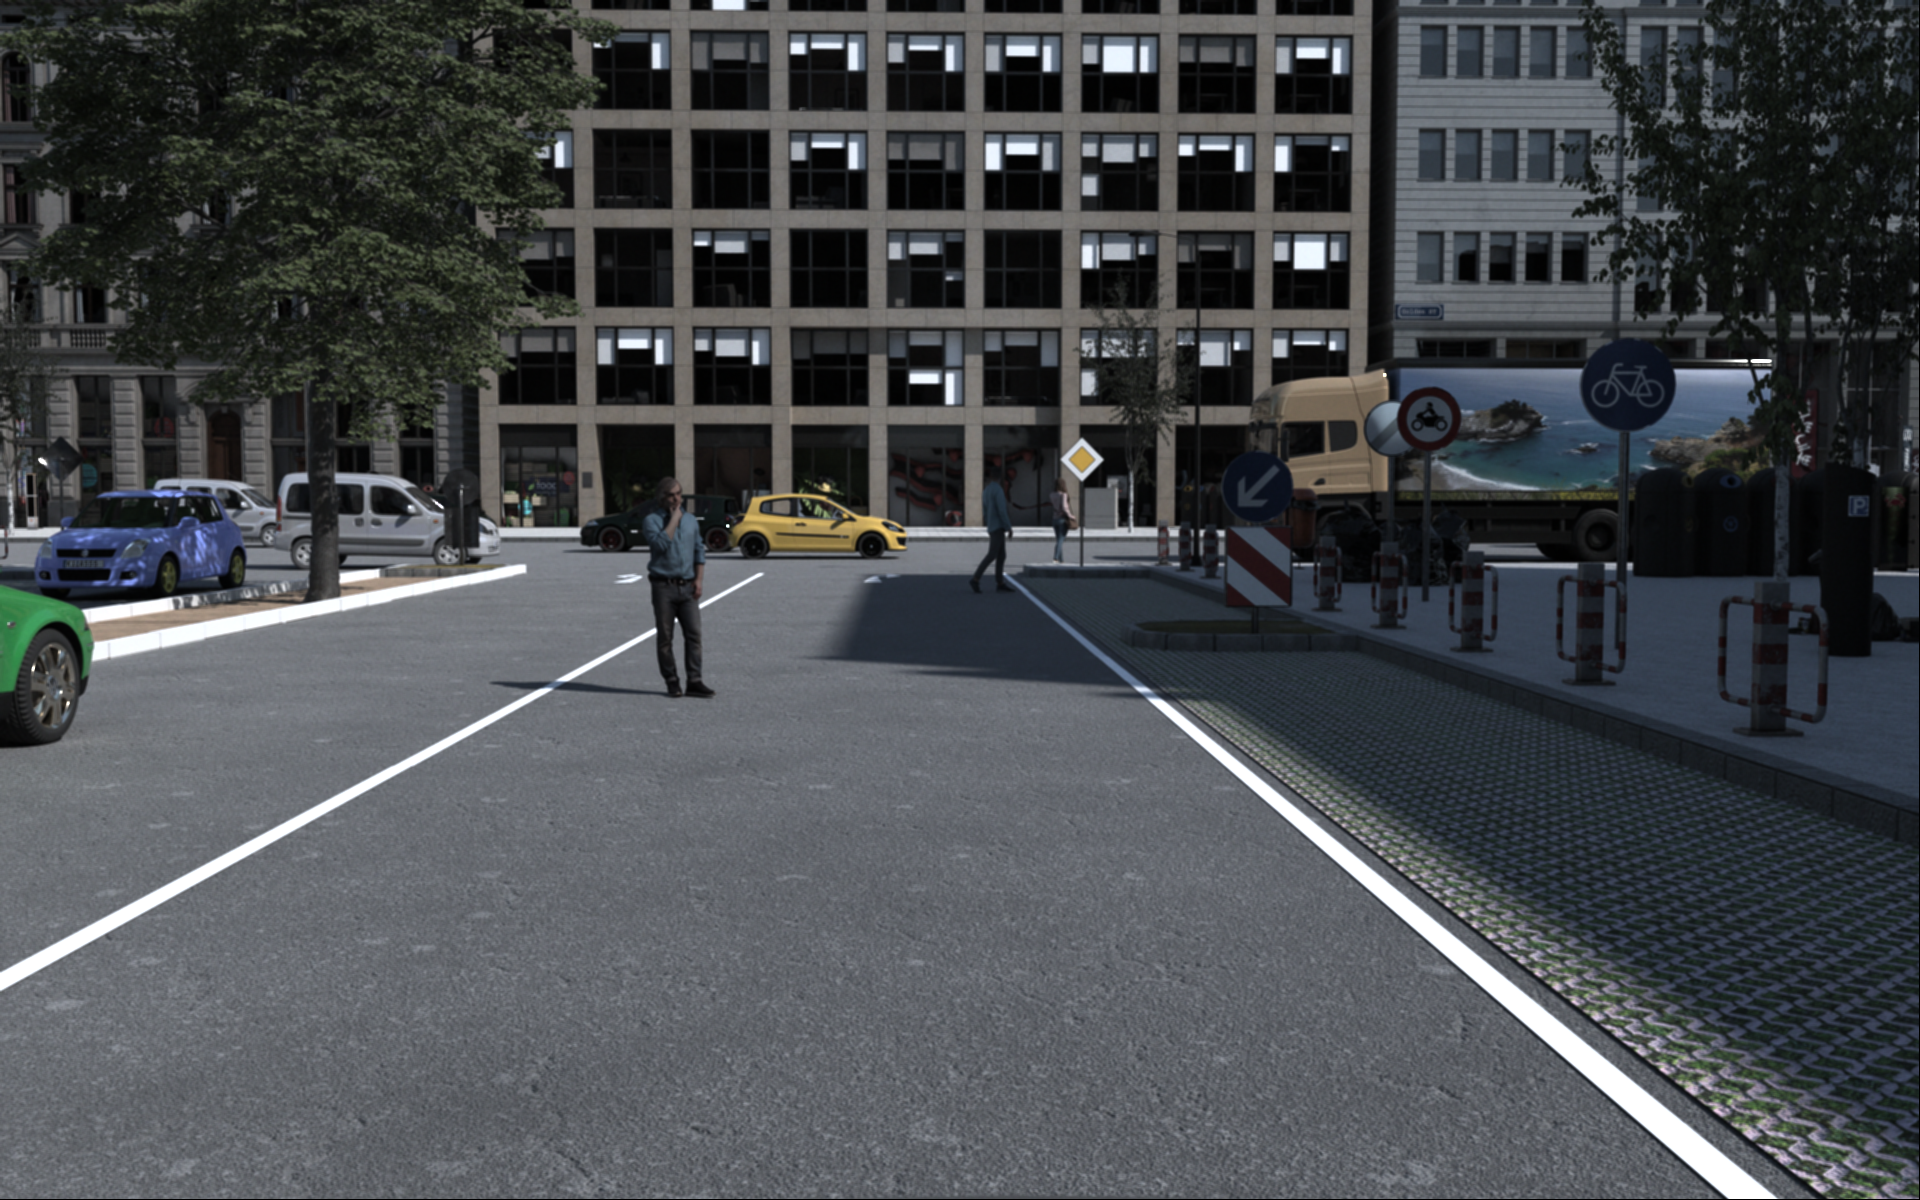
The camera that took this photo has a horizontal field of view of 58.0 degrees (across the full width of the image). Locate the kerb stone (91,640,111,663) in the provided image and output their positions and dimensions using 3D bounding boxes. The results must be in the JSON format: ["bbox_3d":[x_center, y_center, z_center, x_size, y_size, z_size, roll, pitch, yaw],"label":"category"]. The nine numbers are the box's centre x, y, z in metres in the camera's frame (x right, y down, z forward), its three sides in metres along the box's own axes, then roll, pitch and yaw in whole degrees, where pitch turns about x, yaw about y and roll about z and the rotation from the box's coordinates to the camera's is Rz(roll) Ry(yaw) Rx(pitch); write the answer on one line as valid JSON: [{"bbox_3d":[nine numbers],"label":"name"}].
[{"bbox_3d":[-7.437,0.469,14.527,0.120,0.150,1.000,0,4,-2],"label":"kerb stone"}]

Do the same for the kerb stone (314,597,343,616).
[{"bbox_3d":[-7.627,0.096,20.684,0.120,0.150,1.000,0,4,-2],"label":"kerb stone"}]

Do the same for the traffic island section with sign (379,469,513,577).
[{"bbox_3d":[-8.958,-1.372,30.561,2.006,1.907,1.989,0,4,-2],"label":"traffic island section with sign"}]

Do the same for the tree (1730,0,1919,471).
[{"bbox_3d":[12.465,-4.470,23.448,4.360,8.622,3.978,0,3,0],"label":"tree"}]

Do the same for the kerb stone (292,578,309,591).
[{"bbox_3d":[-9.863,-0.218,25.801,0.120,0.150,1.000,0,4,-2],"label":"kerb stone"}]

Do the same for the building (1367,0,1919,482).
[{"bbox_3d":[31.261,-18.014,72.023,29.804,29.767,11.434,0,4,-2],"label":"building"}]

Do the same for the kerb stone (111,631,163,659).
[{"bbox_3d":[-7.466,0.413,15.560,0.120,0.150,1.000,0,4,-2],"label":"kerb stone"}]

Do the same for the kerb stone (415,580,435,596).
[{"bbox_3d":[-7.743,-0.159,24.789,0.120,0.150,1.000,0,4,-2],"label":"kerb stone"}]

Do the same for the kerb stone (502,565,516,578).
[{"bbox_3d":[-7.891,-0.473,29.926,0.120,0.150,1.000,0,4,-2],"label":"kerb stone"}]

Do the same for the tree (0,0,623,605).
[{"bbox_3d":[-8.337,-6.229,22.431,7.486,12.596,7.792,0,3,0],"label":"tree"}]

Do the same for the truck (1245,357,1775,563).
[{"bbox_3d":[11.147,-2.931,36.828,11.283,4.237,2.839,0,4,-2],"label":"truck"}]

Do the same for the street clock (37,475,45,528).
[{"bbox_3d":[-34.474,-3.684,64.802,0.471,2.002,0.358,0,4,0],"label":"street clock"}]

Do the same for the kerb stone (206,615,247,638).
[{"bbox_3d":[-7.530,0.281,17.608,0.120,0.150,1.000,0,4,-2],"label":"kerb stone"}]

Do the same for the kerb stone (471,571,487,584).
[{"bbox_3d":[-7.831,-0.341,27.878,0.120,0.150,1.000,0,4,-2],"label":"kerb stone"}]

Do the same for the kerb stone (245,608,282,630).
[{"bbox_3d":[-7.561,0.218,18.632,0.120,0.150,1.000,0,4,-2],"label":"kerb stone"}]

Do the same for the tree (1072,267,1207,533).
[{"bbox_3d":[5.893,-6.526,57.059,4.360,8.622,3.978,0,3,0],"label":"tree"}]

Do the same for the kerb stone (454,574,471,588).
[{"bbox_3d":[-7.805,-0.284,26.849,0.120,0.150,1.000,0,4,-2],"label":"kerb stone"}]

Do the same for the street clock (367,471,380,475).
[{"bbox_3d":[-18.802,-3.117,55.528,0.471,2.002,0.358,-2,4,-31],"label":"street clock"}]

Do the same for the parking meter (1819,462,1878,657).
[{"bbox_3d":[7.060,-0.328,13.773,0.372,1.533,0.369,0,3,0],"label":"parking meter"}]

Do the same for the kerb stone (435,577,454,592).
[{"bbox_3d":[-7.776,-0.222,25.823,0.120,0.150,1.000,0,4,-2],"label":"kerb stone"}]

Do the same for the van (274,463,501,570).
[{"bbox_3d":[-10.990,-1.615,33.415,4.112,2.044,2.013,0,4,-4],"label":"van"}]

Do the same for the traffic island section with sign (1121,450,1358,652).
[{"bbox_3d":[2.587,-0.486,16.577,1.989,1.847,2.006,0,4,-2],"label":"traffic island section with sign"}]

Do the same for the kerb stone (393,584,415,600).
[{"bbox_3d":[-7.716,-0.096,23.764,0.120,0.150,1.000,0,4,-2],"label":"kerb stone"}]

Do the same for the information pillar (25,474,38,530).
[{"bbox_3d":[-33.538,-3.553,62.588,0.304,2.012,0.304,-1,4,-13],"label":"information pillar"}]

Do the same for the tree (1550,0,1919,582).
[{"bbox_3d":[8.748,-4.183,18.759,4.737,8.622,4.395,0,3,0],"label":"tree"}]

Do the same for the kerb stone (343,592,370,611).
[{"bbox_3d":[-7.650,0.031,21.714,0.120,0.150,1.000,0,4,-2],"label":"kerb stone"}]

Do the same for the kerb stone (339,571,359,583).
[{"bbox_3d":[-9.937,-0.346,27.859,0.120,0.150,1.000,0,4,-2],"label":"kerb stone"}]

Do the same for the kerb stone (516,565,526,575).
[{"bbox_3d":[-7.929,-0.536,30.966,0.120,0.150,1.000,0,4,-2],"label":"kerb stone"}]

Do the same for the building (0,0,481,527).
[{"bbox_3d":[-28.502,-14.794,70.762,19.941,23.489,11.050,0,4,-2],"label":"building"}]

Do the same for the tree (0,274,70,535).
[{"bbox_3d":[-29.468,-6.300,53.368,4.360,8.622,3.978,0,3,0],"label":"tree"}]

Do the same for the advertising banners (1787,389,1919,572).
[{"bbox_3d":[14.738,-1.989,28.714,2.074,3.025,0.090,0,4,8],"label":"advertising banners"}]

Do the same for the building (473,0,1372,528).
[{"bbox_3d":[-1.584,-16.569,75.424,34.151,26.468,19.350,0,4,-2],"label":"building"}]

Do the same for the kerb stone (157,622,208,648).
[{"bbox_3d":[-7.495,0.343,16.584,0.120,0.150,1.000,0,4,-2],"label":"kerb stone"}]

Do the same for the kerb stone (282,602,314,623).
[{"bbox_3d":[-7.591,0.157,19.656,0.120,0.150,1.000,0,4,-2],"label":"kerb stone"}]

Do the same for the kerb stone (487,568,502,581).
[{"bbox_3d":[-7.859,-0.404,28.902,0.120,0.150,1.000,0,4,-2],"label":"kerb stone"}]

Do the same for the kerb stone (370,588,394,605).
[{"bbox_3d":[-7.676,-0.033,22.741,0.120,0.150,1.000,0,4,-2],"label":"kerb stone"}]

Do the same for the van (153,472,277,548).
[{"bbox_3d":[-19.647,-2.437,46.859,4.112,2.044,2.013,0,4,-1],"label":"van"}]

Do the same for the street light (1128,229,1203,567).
[{"bbox_3d":[3.655,-3.549,30.566,1.470,5.913,1.316,0,4,-2],"label":"street light"}]

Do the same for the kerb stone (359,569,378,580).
[{"bbox_3d":[-9.970,-0.409,28.883,0.120,0.150,1.000,0,4,-2],"label":"kerb stone"}]

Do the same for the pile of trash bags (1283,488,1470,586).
[{"bbox_3d":[6.050,-0.982,25.800,1.912,1.369,3.447,-2,4,-34],"label":"pile of trash bags"}]

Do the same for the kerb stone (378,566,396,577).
[{"bbox_3d":[-9.992,-0.462,29.911,0.120,0.150,1.000,0,4,-2],"label":"kerb stone"}]
